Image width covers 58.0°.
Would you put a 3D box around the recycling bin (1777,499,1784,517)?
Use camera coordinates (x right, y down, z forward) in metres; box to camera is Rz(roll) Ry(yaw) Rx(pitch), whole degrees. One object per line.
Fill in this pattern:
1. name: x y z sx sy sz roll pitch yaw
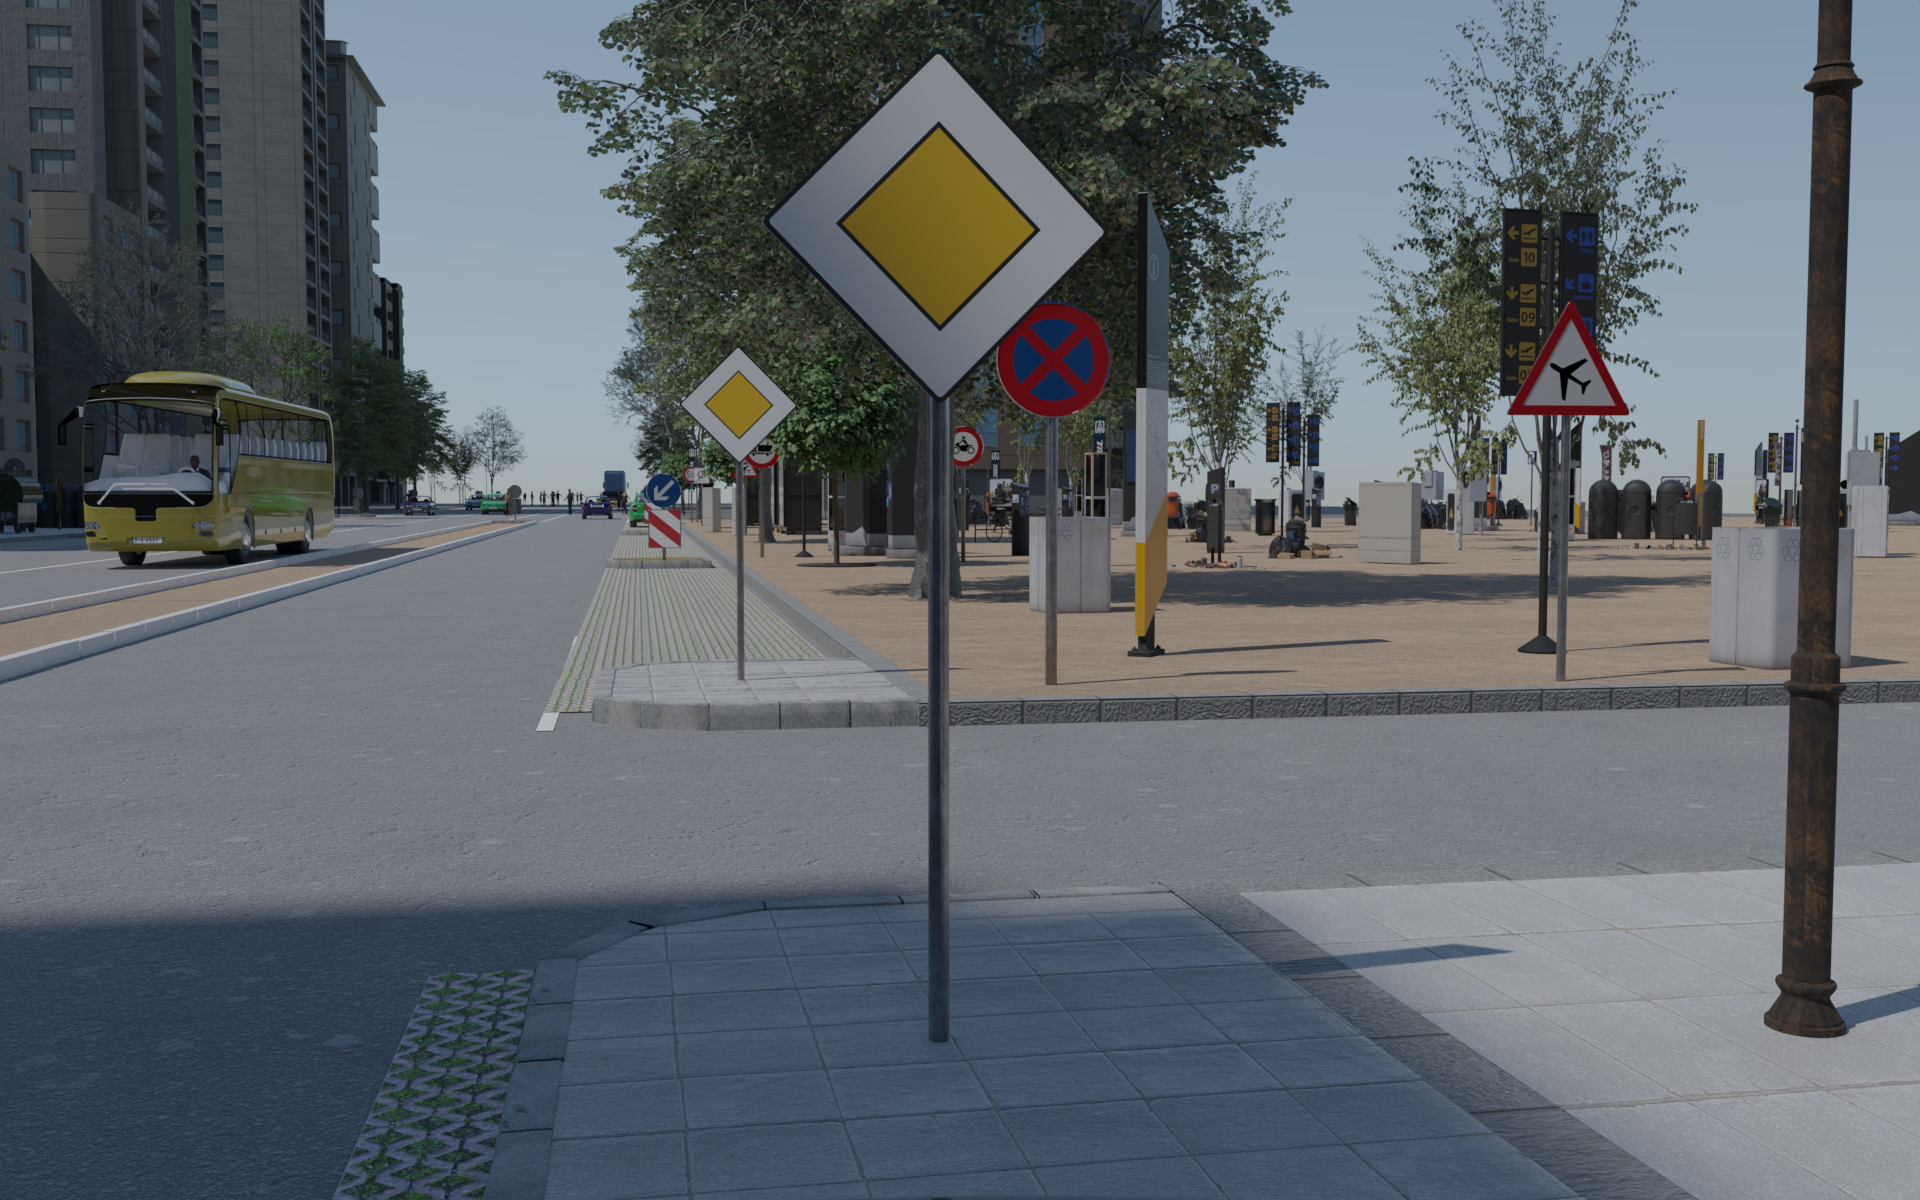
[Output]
1. recycling bin: 40.313 -4.447 85.267 0.722 1.027 0.722 3 4 37

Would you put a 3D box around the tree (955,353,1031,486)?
1. tree: -0.077 -7.850 78.704 4.737 8.622 4.395 0 3 0

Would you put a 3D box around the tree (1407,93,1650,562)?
1. tree: 10.967 -5.033 32.650 4.737 8.622 4.395 0 3 0

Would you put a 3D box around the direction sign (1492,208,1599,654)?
1. direction sign: 4.718 -1.341 13.928 0.876 3.537 0.379 -1 4 -17

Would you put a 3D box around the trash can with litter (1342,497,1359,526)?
1. trash can with litter: 16.015 -3.585 69.995 1.055 1.170 0.624 0 4 3

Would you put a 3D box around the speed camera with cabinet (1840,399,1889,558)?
1. speed camera with cabinet: 18.636 -2.521 35.551 0.660 3.252 2.038 1 4 21

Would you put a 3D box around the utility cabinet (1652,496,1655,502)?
1. utility cabinet: 29.631 -3.874 74.499 0.306 1.237 1.020 2 4 29

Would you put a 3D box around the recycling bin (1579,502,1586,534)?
1. recycling bin: 19.860 -2.668 56.169 0.722 1.027 0.722 1 4 13

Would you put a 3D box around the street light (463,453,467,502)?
1. street light: -55.191 -13.474 193.090 0.468 5.910 1.993 -1 4 -10

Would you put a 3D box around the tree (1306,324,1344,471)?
1. tree: 14.706 -7.610 74.785 4.360 8.622 3.978 0 3 0

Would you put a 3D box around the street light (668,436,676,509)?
1. street light: -22.025 -9.825 133.419 0.468 5.910 1.993 -1 4 -10

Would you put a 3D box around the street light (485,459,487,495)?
1. street light: -60.354 -15.165 220.737 0.468 5.910 1.993 -1 4 -10

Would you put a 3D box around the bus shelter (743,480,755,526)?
1. bus shelter: -8.501 -5.836 73.043 2.179 5.291 8.768 -1 4 -11

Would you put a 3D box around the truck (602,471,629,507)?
1. truck: -38.517 -12.365 191.918 2.967 4.110 18.799 -1 4 -9

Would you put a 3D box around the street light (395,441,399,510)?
1. street light: -45.407 -10.218 139.859 0.468 5.910 1.993 -1 4 -10

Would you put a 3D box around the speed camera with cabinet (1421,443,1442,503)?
1. speed camera with cabinet: 18.813 -4.431 66.777 0.660 3.252 2.038 -3 5 -39

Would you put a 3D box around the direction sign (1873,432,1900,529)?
1. direction sign: 33.958 -4.377 63.554 0.379 3.537 0.876 -3 5 -44

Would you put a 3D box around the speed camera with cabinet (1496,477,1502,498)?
1. speed camera with cabinet: 28.252 -5.967 91.894 0.660 3.252 2.038 2 4 30

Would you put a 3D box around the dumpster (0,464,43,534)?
1. dumpster: -31.090 -3.310 56.605 1.502 2.255 1.985 -1 4 -10

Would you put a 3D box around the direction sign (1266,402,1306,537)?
1. direction sign: 7.965 -3.105 42.762 0.876 3.537 0.379 2 4 31

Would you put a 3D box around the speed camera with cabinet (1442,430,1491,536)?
1. speed camera with cabinet: 15.836 -3.658 54.149 0.660 3.252 2.038 0 4 -3

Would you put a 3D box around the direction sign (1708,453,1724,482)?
1. direction sign: 41.713 -6.339 95.637 0.379 3.537 0.876 -3 5 -43

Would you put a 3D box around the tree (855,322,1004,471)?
1. tree: -0.777 -6.426 55.430 4.360 8.622 3.978 0 3 0

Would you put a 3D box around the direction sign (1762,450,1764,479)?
1. direction sign: 40.963 -5.906 88.563 0.876 3.537 0.379 -2 4 -29

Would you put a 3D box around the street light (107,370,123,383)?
1. street light: -31.333 -5.603 64.399 0.468 5.910 1.993 -1 4 -10

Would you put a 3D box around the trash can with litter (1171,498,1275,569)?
1. trash can with litter: 4.543 -1.197 30.631 1.678 1.210 2.233 0 4 -5

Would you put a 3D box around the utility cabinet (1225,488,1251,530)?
1. utility cabinet: 9.590 -3.177 60.617 1.173 1.500 0.318 0 4 6

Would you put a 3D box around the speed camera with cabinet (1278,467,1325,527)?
1. speed camera with cabinet: 13.322 -4.474 67.479 2.038 3.252 0.660 -3 4 -37

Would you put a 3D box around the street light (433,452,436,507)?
1. street light: -50.207 -11.785 165.471 0.468 5.910 1.993 -1 4 -10

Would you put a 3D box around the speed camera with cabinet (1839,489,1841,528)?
1. speed camera with cabinet: 30.009 -3.919 58.407 2.038 3.252 0.660 0 4 -8

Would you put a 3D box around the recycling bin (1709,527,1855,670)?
1. recycling bin: 6.156 -0.027 12.997 0.722 1.027 0.722 -1 4 -12

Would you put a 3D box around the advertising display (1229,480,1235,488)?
1. advertising display: 12.502 -4.557 79.725 0.123 1.923 0.974 0 4 -1

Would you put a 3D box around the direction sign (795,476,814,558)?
1. direction sign: -3.167 -2.636 35.091 0.379 3.537 0.876 1 4 13

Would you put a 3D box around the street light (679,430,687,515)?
1. street light: -16.892 -8.137 105.827 0.468 5.910 1.993 -1 4 -10

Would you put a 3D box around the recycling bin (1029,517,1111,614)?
1. recycling bin: 1.199 -0.390 18.923 0.722 1.027 0.722 -1 4 -16

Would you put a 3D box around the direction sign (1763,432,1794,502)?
1. direction sign: 30.207 -4.391 63.793 0.876 3.537 0.379 1 4 13

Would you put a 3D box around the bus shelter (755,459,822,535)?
1. bus shelter: -5.426 -4.930 58.234 2.179 5.291 8.768 -1 4 -11

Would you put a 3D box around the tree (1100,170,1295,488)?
1. tree: 5.849 -5.480 39.952 4.737 8.622 4.395 0 3 0

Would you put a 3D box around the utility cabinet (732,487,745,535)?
1. utility cabinet: -6.911 -2.778 54.095 0.318 1.500 1.173 -1 4 -13

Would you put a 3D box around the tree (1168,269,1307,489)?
1. tree: 8.567 -6.539 57.277 4.360 8.622 3.978 0 3 0

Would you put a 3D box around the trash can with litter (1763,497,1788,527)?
1. trash can with litter: 26.572 -2.742 56.221 0.624 1.170 1.055 -1 4 -9

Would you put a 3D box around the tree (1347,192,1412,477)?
1. tree: 11.130 -5.423 39.033 4.737 8.622 4.395 0 3 0

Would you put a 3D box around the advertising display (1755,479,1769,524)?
1. advertising display: 34.095 -4.185 73.640 0.123 1.923 0.974 0 4 0

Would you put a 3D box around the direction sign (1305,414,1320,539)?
1. direction sign: 9.751 -3.495 49.142 0.876 3.537 0.379 0 4 -2

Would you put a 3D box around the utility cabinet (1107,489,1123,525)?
1. utility cabinet: 6.262 -3.785 70.563 0.318 1.500 1.173 2 4 30

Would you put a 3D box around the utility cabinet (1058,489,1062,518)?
1. utility cabinet: 3.826 -3.648 68.324 0.318 1.500 1.173 -1 4 -13

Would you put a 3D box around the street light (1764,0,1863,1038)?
1. street light: 2.033 -1.908 3.989 0.468 5.910 1.993 -1 4 -10

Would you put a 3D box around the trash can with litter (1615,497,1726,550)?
1. trash can with litter: 16.512 -1.795 40.409 2.233 1.210 1.678 2 4 27

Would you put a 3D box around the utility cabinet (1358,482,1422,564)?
1. utility cabinet: 7.908 -1.418 31.863 0.318 1.500 1.173 -3 5 -40

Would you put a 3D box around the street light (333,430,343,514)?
1. street light: -40.288 -8.525 112.177 0.468 5.910 1.993 -1 4 -10

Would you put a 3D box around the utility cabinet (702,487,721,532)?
1. utility cabinet: -8.364 -3.042 58.417 0.318 1.500 1.173 -2 4 -25
